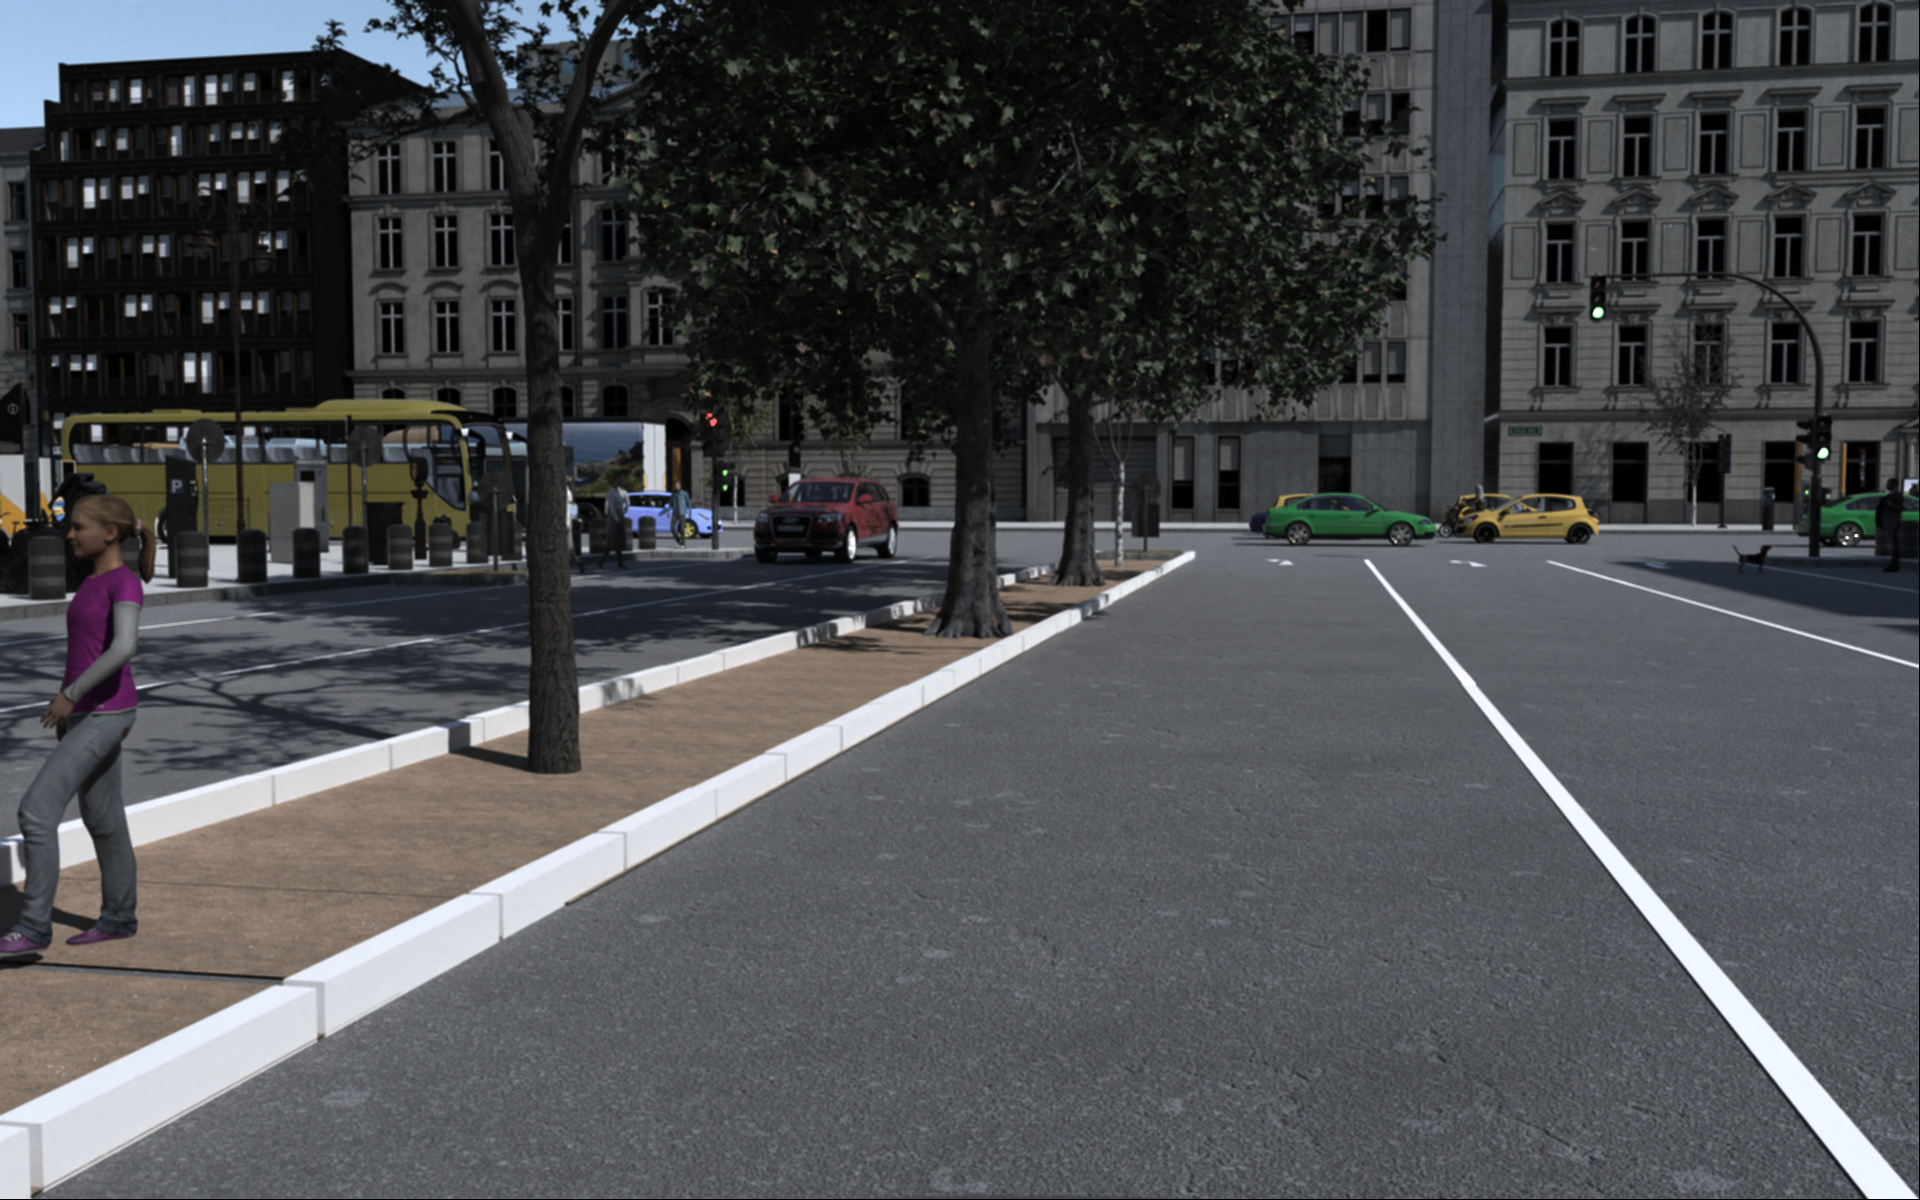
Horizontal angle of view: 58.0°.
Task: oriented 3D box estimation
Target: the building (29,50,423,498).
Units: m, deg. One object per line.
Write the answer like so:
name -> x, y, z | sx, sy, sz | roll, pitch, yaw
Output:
building -> -37.768, -16.034, 91.829 | 15.834, 23.373, 12.332 | 1, 4, 11

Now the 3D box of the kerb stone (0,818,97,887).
kerb stone -> -3.505, 0.965, 6.414 | 0.120, 0.150, 1.000 | 1, 4, 11

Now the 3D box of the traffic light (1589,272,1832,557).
traffic light -> 15.305, -3.718, 35.452 | 4.771, 5.953, 1.251 | 1, 4, 11

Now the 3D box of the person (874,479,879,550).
person -> -2.176, -2.217, 44.714 | 0.622, 1.834, 0.822 | 2, 4, 27

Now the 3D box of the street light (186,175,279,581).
street light -> -10.639, -3.224, 25.496 | 0.468, 5.910, 1.993 | 1, 4, 11

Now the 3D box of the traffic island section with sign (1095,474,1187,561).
traffic island section with sign -> 4.035, -1.841, 38.230 | 2.006, 1.907, 1.989 | 1, 4, 11

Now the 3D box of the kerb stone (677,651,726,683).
kerb stone -> -2.067, 0.541, 13.483 | 0.120, 0.150, 1.000 | 1, 4, 11

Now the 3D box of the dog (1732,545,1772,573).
dog -> 14.372, -0.743, 31.433 | 0.540, 0.507, 0.406 | -1, 4, -22

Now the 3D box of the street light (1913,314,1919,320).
street light -> 19.359, -3.766, 34.355 | 0.468, 5.910, 1.993 | 1, 4, 11

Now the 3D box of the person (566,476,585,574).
person -> -7.003, -1.355, 30.882 | 0.641, 1.798, 0.478 | 1, 4, 10

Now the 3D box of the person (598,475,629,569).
person -> -6.644, -1.492, 33.122 | 0.641, 1.798, 0.478 | 1, 4, 22

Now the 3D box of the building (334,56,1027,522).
building -> -12.702, -16.429, 87.692 | 34.723, 24.649, 14.460 | 1, 4, 11

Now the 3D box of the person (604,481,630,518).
person -> -9.018, -2.277, 45.574 | 0.661, 1.843, 0.795 | -1, 4, -10

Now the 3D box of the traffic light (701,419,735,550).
traffic light -> -5.625, -3.112, 39.807 | 0.839, 4.253, 0.868 | 1, 4, 11

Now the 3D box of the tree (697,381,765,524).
tree -> -9.528, -7.524, 73.378 | 4.737, 8.622, 4.395 | 0, 3, 0

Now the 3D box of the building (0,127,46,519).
building -> -54.641, -15.014, 94.630 | 18.267, 20.994, 9.793 | 1, 4, 11

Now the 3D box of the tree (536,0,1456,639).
tree -> 0.154, -5.985, 17.313 | 9.611, 12.733, 9.660 | 0, 3, 0

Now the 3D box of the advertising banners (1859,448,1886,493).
advertising banners -> 34.290, -4.217, 65.128 | 0.090, 3.025, 2.074 | 0, 4, 2

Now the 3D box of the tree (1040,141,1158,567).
tree -> 3.147, -4.961, 33.938 | 4.360, 8.622, 3.978 | 0, 3, 0

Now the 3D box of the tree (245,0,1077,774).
tree -> -1.998, -4.408, 8.947 | 8.767, 10.594, 7.601 | 1, 4, 11

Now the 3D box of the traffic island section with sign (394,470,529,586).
traffic island section with sign -> -7.747, -1.185, 27.997 | 1.989, 1.847, 2.006 | 1, 4, 11

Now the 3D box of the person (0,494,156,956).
person -> -2.776, 0.395, 5.285 | 0.726, 1.434, 0.776 | 3, 5, 44

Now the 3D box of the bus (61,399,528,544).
bus -> -17.603, -3.326, 45.922 | 12.252, 3.916, 2.896 | 1, 4, 11

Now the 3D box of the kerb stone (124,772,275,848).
kerb stone -> -3.297, 0.904, 7.421 | 0.120, 0.150, 1.000 | 1, 4, 11

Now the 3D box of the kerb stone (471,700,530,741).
kerb stone -> -2.689, 0.719, 10.450 | 0.120, 0.150, 1.000 | 1, 4, 11

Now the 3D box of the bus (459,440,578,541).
bus -> -17.766, -3.619, 54.034 | 13.247, 3.499, 2.948 | 1, 4, 12

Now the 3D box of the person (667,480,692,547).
person -> -7.192, -2.177, 44.445 | 0.601, 1.785, 0.444 | 1, 4, 18

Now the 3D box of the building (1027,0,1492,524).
building -> 13.966, -16.127, 81.706 | 19.932, 24.808, 12.078 | 1, 4, 11

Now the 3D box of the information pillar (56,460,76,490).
information pillar -> -19.518, -2.041, 37.868 | 0.304, 2.012, 0.304 | 3, 5, 45

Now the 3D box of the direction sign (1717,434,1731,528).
direction sign -> 28.937, -4.503, 65.628 | 0.379, 3.537, 0.876 | 0, 4, -5

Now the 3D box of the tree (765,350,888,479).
tree -> -4.855, -7.476, 72.595 | 4.737, 8.622, 4.395 | 0, 3, 0

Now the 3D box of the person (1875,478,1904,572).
person -> 17.115, -1.381, 31.902 | 0.431, 1.722, 0.655 | 1, 4, 22

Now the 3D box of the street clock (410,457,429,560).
street clock -> -10.562, -1.792, 33.864 | 0.358, 2.002, 0.471 | -2, 4, -34

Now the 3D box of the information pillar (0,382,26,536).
information pillar -> -19.930, -2.757, 36.433 | 0.504, 3.616, 0.183 | 0, 4, 0

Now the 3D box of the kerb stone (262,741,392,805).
kerb stone -> -3.094, 0.845, 8.429 | 0.120, 0.150, 1.000 | 1, 4, 11

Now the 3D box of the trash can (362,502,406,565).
trash can -> -10.404, -1.203, 31.329 | 0.748, 1.137, 0.748 | 0, 3, 0

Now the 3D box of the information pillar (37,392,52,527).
information pillar -> -20.916, -2.951, 39.605 | 0.183, 3.616, 0.504 | -1, 4, -8

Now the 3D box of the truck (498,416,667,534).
truck -> -16.668, -4.625, 64.536 | 11.283, 4.237, 2.839 | 1, 4, 11

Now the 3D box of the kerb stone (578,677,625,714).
kerb stone -> -2.481, 0.657, 11.454 | 0.120, 0.150, 1.000 | 1, 4, 11

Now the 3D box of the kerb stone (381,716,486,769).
kerb stone -> -2.890, 0.787, 9.443 | 0.120, 0.150, 1.000 | 1, 4, 11

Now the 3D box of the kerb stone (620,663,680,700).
kerb stone -> -2.273, 0.596, 12.469 | 0.120, 0.150, 1.000 | 1, 4, 11

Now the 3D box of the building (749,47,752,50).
building -> -8.357, -31.944, 145.986 | 21.300, 48.544, 21.600 | 1, 4, 11

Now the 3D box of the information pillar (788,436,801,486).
information pillar -> -6.628, -4.784, 69.569 | 0.504, 3.616, 0.183 | -1, 4, -15

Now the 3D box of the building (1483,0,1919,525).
building -> 45.760, -18.395, 77.176 | 44.131, 29.872, 17.030 | 1, 4, 11

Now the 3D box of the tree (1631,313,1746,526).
tree -> 29.508, -7.317, 70.001 | 4.360, 8.622, 3.978 | 0, 3, 0

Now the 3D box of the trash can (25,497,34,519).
trash can -> -47.231, -4.647, 87.629 | 0.748, 1.137, 0.748 | 0, 3, 0

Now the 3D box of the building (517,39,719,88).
building -> -30.067, -34.461, 183.052 | 30.456, 49.044, 23.786 | 1, 4, 11
